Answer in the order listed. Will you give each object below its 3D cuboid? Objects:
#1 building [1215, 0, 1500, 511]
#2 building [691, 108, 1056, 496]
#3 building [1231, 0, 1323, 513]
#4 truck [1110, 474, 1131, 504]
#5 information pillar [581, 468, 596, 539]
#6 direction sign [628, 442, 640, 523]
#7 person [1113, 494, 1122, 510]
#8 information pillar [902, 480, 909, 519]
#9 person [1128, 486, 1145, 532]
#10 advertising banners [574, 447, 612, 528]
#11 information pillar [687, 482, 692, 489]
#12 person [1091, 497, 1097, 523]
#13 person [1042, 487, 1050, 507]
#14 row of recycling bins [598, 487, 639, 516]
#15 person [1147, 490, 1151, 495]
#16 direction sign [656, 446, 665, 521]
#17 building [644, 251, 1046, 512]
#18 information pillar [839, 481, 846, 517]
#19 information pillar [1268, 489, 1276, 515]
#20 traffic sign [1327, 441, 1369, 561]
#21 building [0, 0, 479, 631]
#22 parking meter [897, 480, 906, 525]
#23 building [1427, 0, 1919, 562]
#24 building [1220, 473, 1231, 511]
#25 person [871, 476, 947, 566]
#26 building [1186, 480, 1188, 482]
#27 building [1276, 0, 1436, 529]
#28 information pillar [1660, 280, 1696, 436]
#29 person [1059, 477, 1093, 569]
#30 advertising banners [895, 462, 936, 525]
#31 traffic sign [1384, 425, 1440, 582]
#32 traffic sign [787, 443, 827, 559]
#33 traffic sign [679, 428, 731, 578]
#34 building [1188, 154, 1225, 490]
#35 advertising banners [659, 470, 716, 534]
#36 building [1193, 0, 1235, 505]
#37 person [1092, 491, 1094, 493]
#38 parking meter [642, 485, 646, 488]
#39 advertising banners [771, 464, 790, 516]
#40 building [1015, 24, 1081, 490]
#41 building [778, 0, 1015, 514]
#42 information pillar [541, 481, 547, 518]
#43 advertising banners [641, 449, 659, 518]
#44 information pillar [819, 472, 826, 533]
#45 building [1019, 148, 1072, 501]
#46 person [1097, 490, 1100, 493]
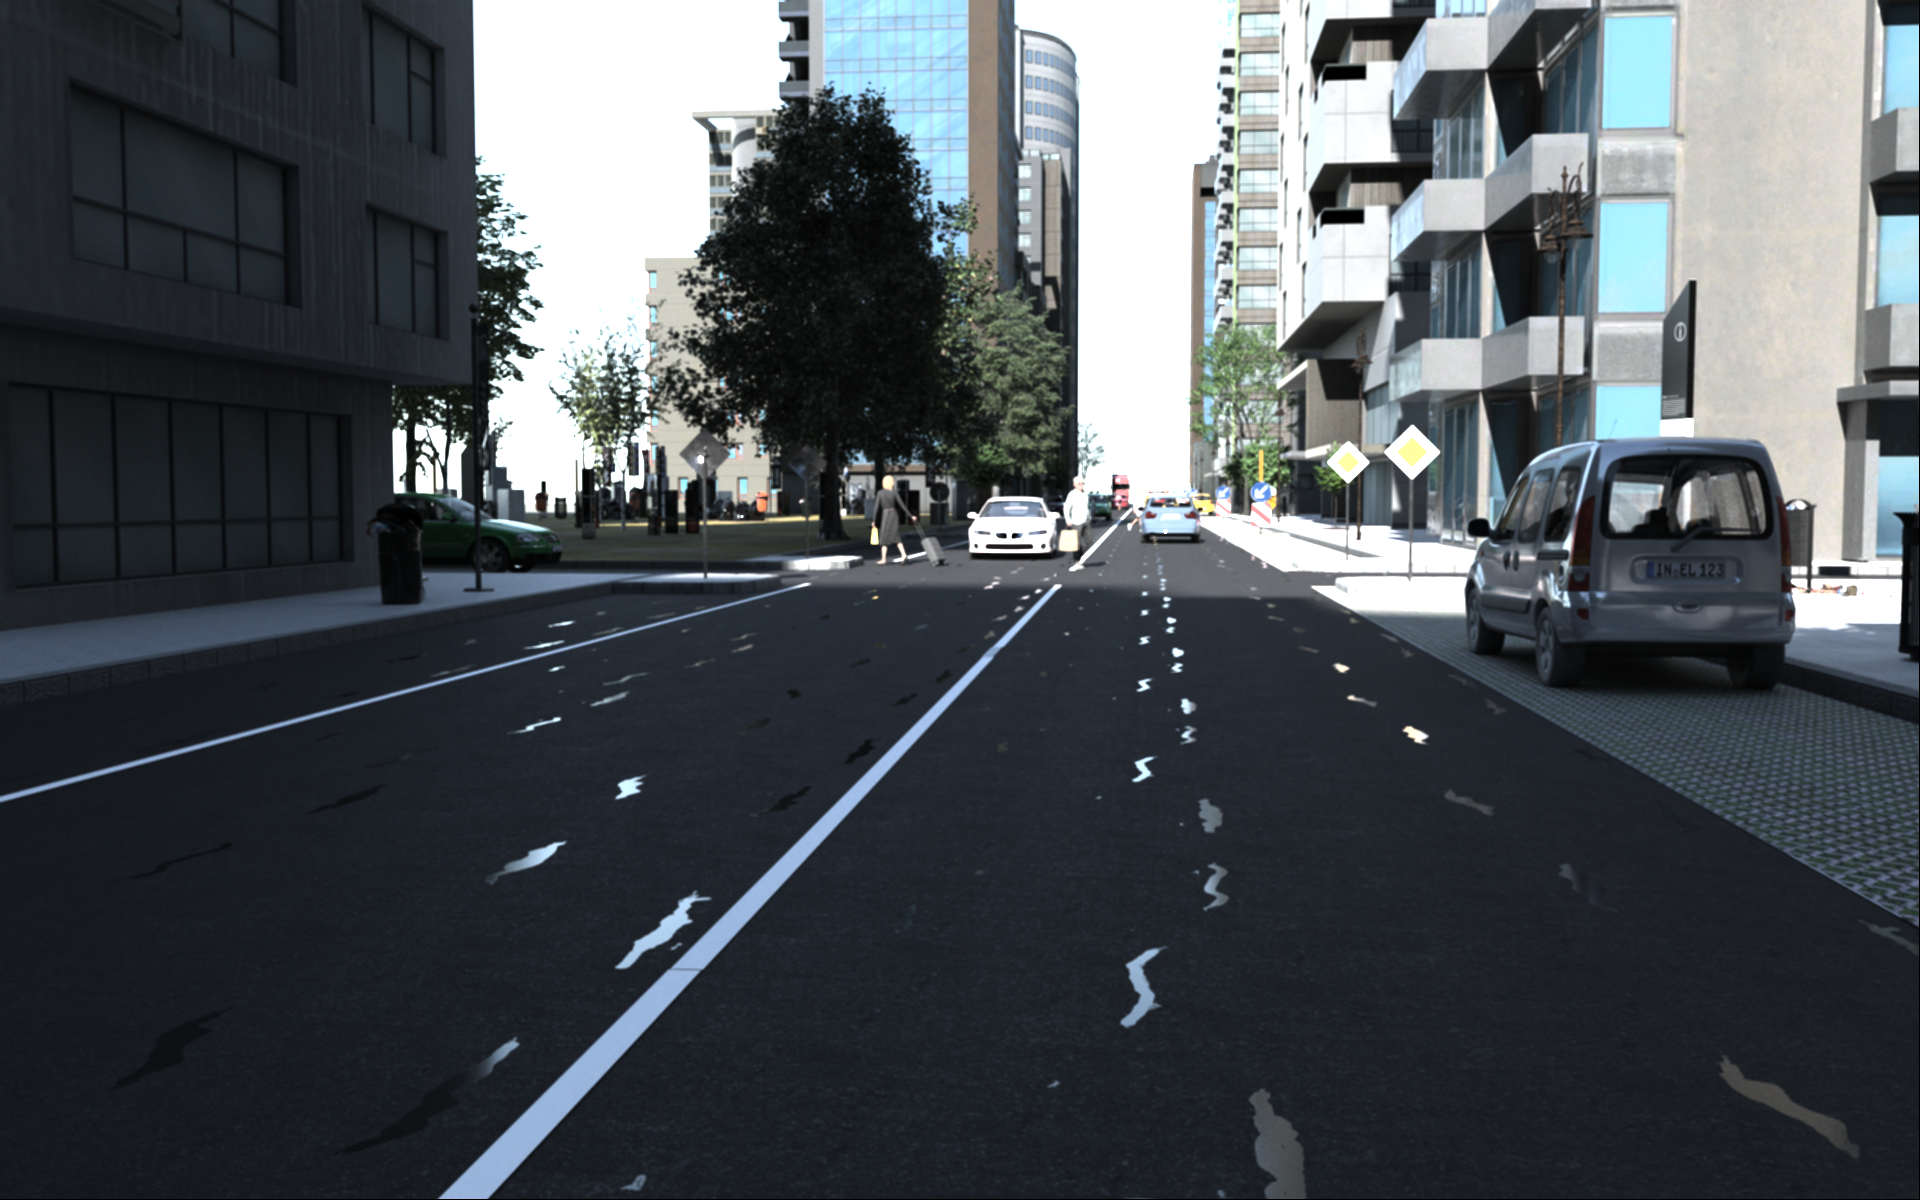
[{"bbox_3d":[35.884,-33.418,166.000,23.786,49.044,30.456,0,4,6],"label":"building"},{"bbox_3d":[-7.096,-29.005,166.114,32.217,40.220,23.993,0,4,6],"label":"building"},{"bbox_3d":[26.023,-26.708,120.268,14.154,41.232,14.086,0,4,6],"label":"building"},{"bbox_3d":[22.496,-15.517,242.613,2.839,4.237,11.283,0,4,6],"label":"truck"},{"bbox_3d":[-10.606,-2.750,49.449,0.304,2.012,0.304,1,4,12],"label":"information pillar"},{"bbox_3d":[-14.228,-5.112,75.578,0.379,3.537,0.876,-3,5,-43],"label":"direction sign"},{"bbox_3d":[13.944,-8.640,152.959,0.628,1.438,0.799,1,4,22],"label":"person"},{"bbox_3d":[-2.819,-5.205,89.592,0.304,2.012,0.304,2,4,25],"label":"information pillar"},{"bbox_3d":[6.765,-3.469,65.965,0.760,1.731,0.466,1,4,16],"label":"person"},{"bbox_3d":[-13.837,-4.230,65.350,2.074,3.025,0.090,2,4,35],"label":"advertising banners"},{"bbox_3d":[-16.859,-6.346,108.254,0.304,2.012,0.304,1,4,13],"label":"information pillar"},{"bbox_3d":[6.582,-4.468,85.826,0.394,1.301,0.425,1,4,12],"label":"person"},{"bbox_3d":[4.301,-4.765,86.592,0.728,1.800,0.709,0,4,-5],"label":"person"},{"bbox_3d":[-19.091,-5.658,99.623,3.534,1.692,1.069,-1,4,-22],"label":"row of recycling bins"},{"bbox_3d":[15.482,-8.178,142.992,0.721,1.735,1.217,-1,4,-14],"label":"person"},{"bbox_3d":[-14.194,-5.509,82.070,0.379,3.537,0.876,-3,4,-37],"label":"direction sign"},{"bbox_3d":[-7.722,-18.003,139.385,27.650,21.520,28.899,0,4,6],"label":"building"},{"bbox_3d":[-6.572,-5.651,96.886,0.304,2.012,0.304,-2,4,-29],"label":"information pillar"},{"bbox_3d":[18.975,-6.981,105.487,0.504,3.616,0.183,0,4,-8],"label":"information pillar"},{"bbox_3d":[7.410,-1.803,33.124,0.795,2.450,0.064,0,4,6],"label":"traffic sign"},{"bbox_3d":[-14.332,-20.635,20.970,14.086,41.232,14.154,0,4,6],"label":"building"},{"bbox_3d":[-2.462,-4.112,72.941,0.255,1.863,0.399,-2,4,-28],"label":"parking meter"},{"bbox_3d":[25.850,-25.722,40.163,30.456,49.044,23.786,0,4,6],"label":"building"},{"bbox_3d":[37.462,-27.297,138.187,32.217,40.220,23.993,0,4,6],"label":"building"},{"bbox_3d":[-1.077,-1.584,34.622,1.509,1.804,0.699,2,4,27],"label":"person"},{"bbox_3d":[44.815,-38.515,249.324,23.786,49.044,30.456,0,4,6],"label":"building"},{"bbox_3d":[28.347,-29.679,74.484,28.713,52.752,27.495,0,4,6],"label":"building"},{"bbox_3d":[7.954,-1.704,19.219,0.183,3.616,0.504,-1,4,-12],"label":"information pillar"},{"bbox_3d":[2.204,-1.483,33.233,0.515,1.767,0.782,3,5,42],"label":"person"},{"bbox_3d":[-1.932,-4.595,71.324,2.074,3.025,0.090,0,4,-1],"label":"advertising banners"},{"bbox_3d":[6.558,-1.318,25.185,0.795,2.450,0.064,0,4,6],"label":"traffic sign"},{"bbox_3d":[-3.022,-1.873,34.261,0.795,2.450,0.064,0,4,6],"label":"traffic sign"},{"bbox_3d":[-3.874,-1.387,26.321,0.795,2.450,0.064,0,4,6],"label":"traffic sign"},{"bbox_3d":[37.329,-35.334,227.825,14.600,45.320,14.200,0,4,6],"label":"building"},{"bbox_3d":[-8.789,-3.698,56.651,2.074,3.025,0.090,-3,4,-36],"label":"advertising banners"},{"bbox_3d":[39.382,-54.495,203.661,22.319,86.520,31.000,0,4,6],"label":"building"},{"bbox_3d":[12.401,-9.451,163.472,0.683,1.767,0.568,0,4,-7],"label":"person"},{"bbox_3d":[-20.252,-6.469,111.471,0.255,1.863,0.399,1,4,9],"label":"parking meter"},{"bbox_3d":[-10.708,-6.534,103.019,0.090,3.025,2.074,2,4,27],"label":"advertising banners"},{"bbox_3d":[4.114,-41.491,220.382,21.231,58.520,28.212,0,4,6],"label":"building"},{"bbox_3d":[-3.727,-28.521,116.428,14.600,45.320,14.200,0,4,6],"label":"building"},{"bbox_3d":[-22.598,-5.477,94.040,0.304,2.012,0.304,-1,4,-13],"label":"information pillar"},{"bbox_3d":[-11.987,-4.435,68.700,0.090,3.025,2.074,2,4,29],"label":"advertising banners"},{"bbox_3d":[-4.432,-3.193,56.694,0.304,2.012,0.304,1,4,10],"label":"information pillar"},{"bbox_3d":[5.561,-31.555,199.525,14.154,41.232,14.086,0,4,6],"label":"building"},{"bbox_3d":[13.865,-10.119,173.941,0.705,1.824,1.348,-2,4,-23],"label":"person"}]
